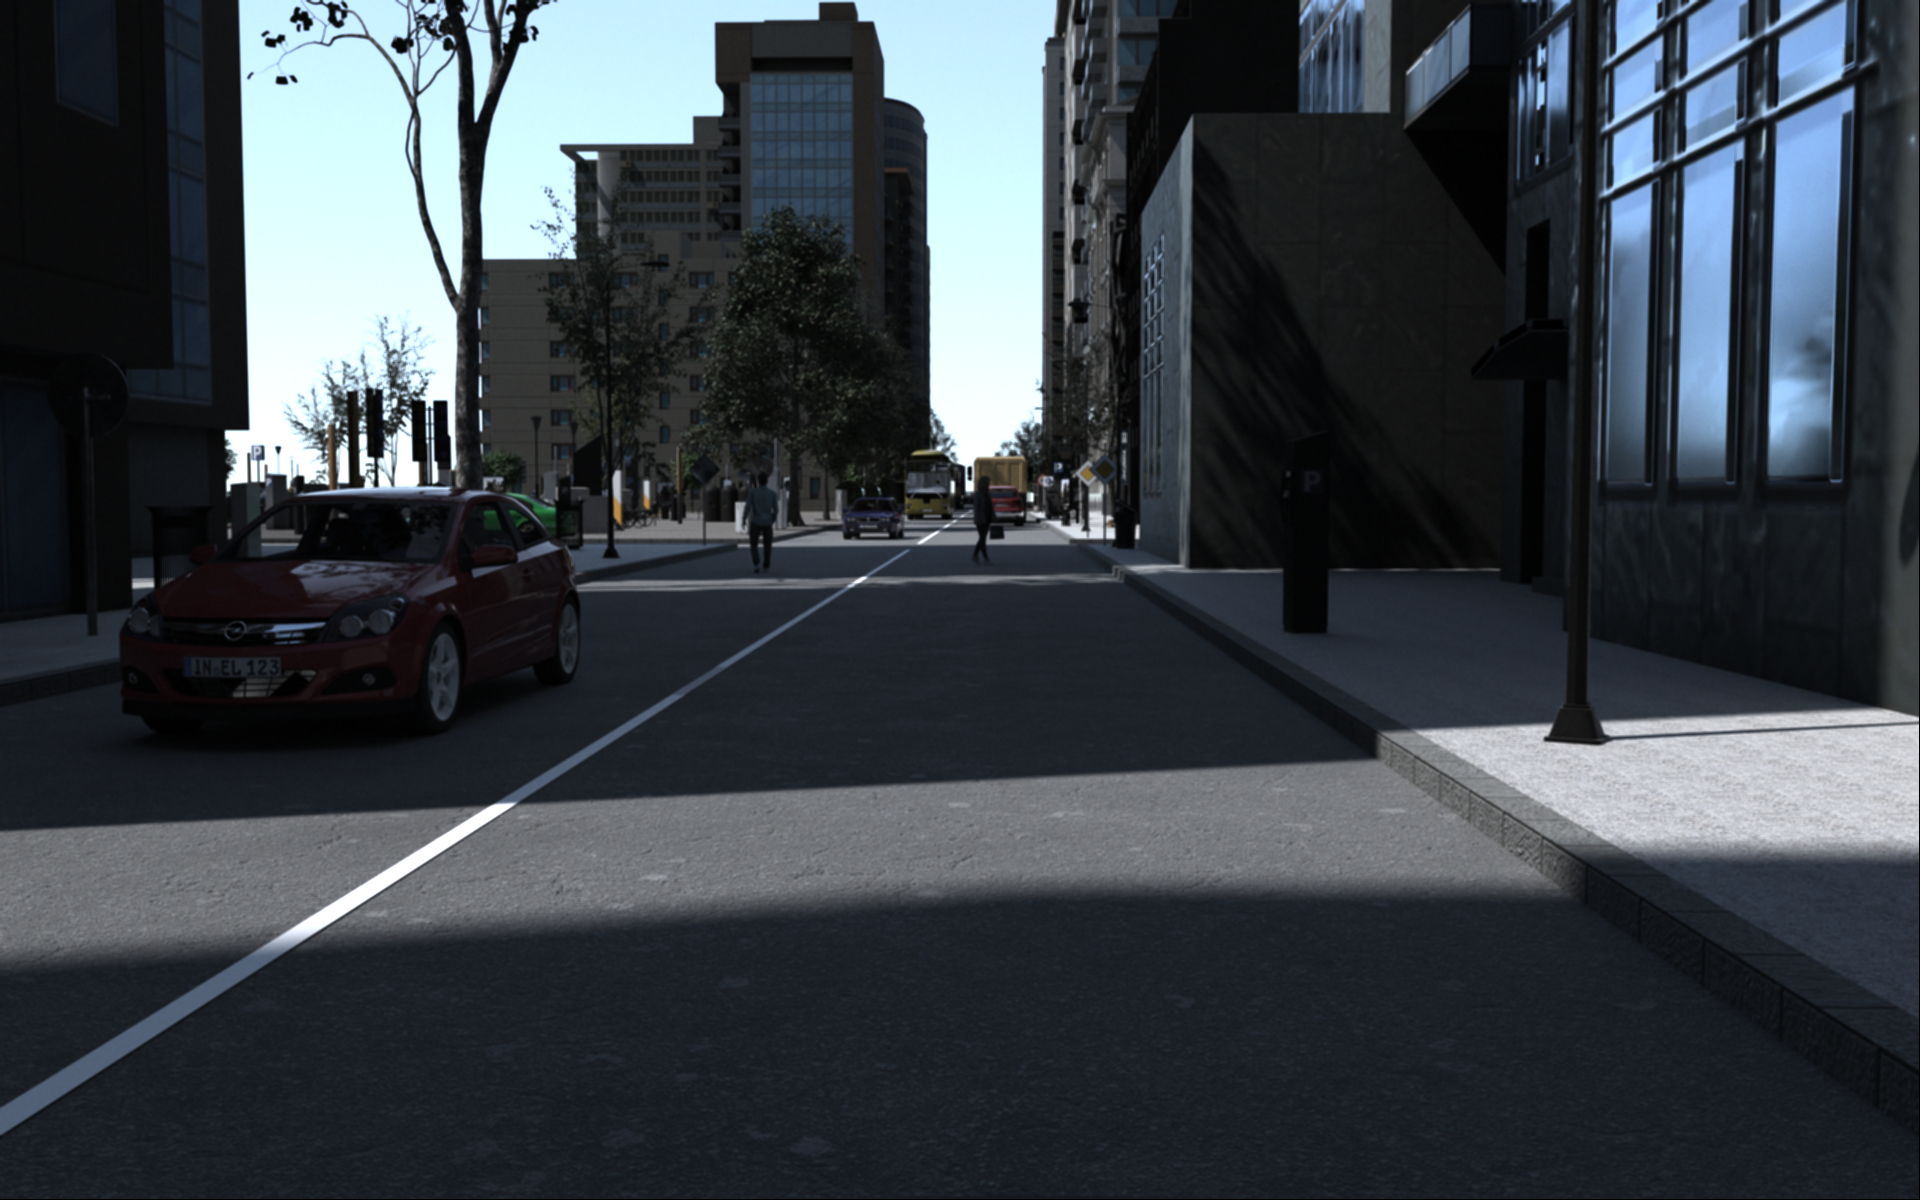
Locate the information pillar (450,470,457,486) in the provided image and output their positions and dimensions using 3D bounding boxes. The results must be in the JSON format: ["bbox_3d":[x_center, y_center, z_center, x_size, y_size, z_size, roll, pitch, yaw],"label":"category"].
[{"bbox_3d":[-15.199,-2.929,52.377,0.304,2.012,0.304,2,4,32],"label":"information pillar"}]

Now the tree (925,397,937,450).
[{"bbox_3d":[-6.038,-12.378,119.381,9.611,12.733,9.660,0,3,0],"label":"tree"}]

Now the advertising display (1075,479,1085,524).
[{"bbox_3d":[5.179,-4.293,75.402,0.123,1.923,0.974,3,5,40],"label":"advertising display"}]

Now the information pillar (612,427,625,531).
[{"bbox_3d":[-11.977,-4.228,60.475,0.504,3.616,0.183,3,4,36],"label":"information pillar"}]

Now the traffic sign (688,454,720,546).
[{"bbox_3d":[-6.359,-2.412,43.083,0.795,2.450,0.064,0,4,1],"label":"traffic sign"}]

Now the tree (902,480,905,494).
[{"bbox_3d":[-5.120,-10.741,170.223,1.663,3.219,1.824,0,3,0],"label":"tree"}]

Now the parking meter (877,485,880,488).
[{"bbox_3d":[-5.119,-6.189,106.896,0.255,1.863,0.399,3,4,38],"label":"parking meter"}]

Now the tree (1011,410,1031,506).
[{"bbox_3d":[6.727,-11.841,143.965,4.360,8.622,3.978,0,3,0],"label":"tree"}]

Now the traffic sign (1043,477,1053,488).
[{"bbox_3d":[5.112,-6.008,100.365,0.606,2.300,0.079,0,4,7],"label":"traffic sign"}]

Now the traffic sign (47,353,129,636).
[{"bbox_3d":[-7.866,-0.950,15.633,0.768,2.556,0.104,0,4,5],"label":"traffic sign"}]

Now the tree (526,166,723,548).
[{"bbox_3d":[-7.824,-5.450,39.467,4.360,8.622,3.978,0,3,0],"label":"tree"}]

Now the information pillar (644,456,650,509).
[{"bbox_3d":[-19.270,-7.053,106.677,0.504,3.616,0.183,2,4,35],"label":"information pillar"}]

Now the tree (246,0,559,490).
[{"bbox_3d":[-6.444,-10.434,26.481,12.611,20.169,13.585,0,3,0],"label":"tree"}]

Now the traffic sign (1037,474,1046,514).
[{"bbox_3d":[5.357,-6.836,111.879,0.768,2.556,0.104,0,4,8],"label":"traffic sign"}]

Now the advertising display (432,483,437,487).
[{"bbox_3d":[-29.781,-5.749,99.209,0.123,1.923,0.974,2,4,35],"label":"advertising display"}]

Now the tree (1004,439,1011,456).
[{"bbox_3d":[6.856,-14.276,183.769,4.360,8.622,3.978,0,3,0],"label":"tree"}]

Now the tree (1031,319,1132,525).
[{"bbox_3d":[5.102,-7.458,72.299,4.360,8.622,3.978,0,3,0],"label":"tree"}]

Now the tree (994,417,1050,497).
[{"bbox_3d":[7.847,-16.794,208.992,8.767,10.594,7.601,0,4,-6],"label":"tree"}]

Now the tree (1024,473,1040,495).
[{"bbox_3d":[6.758,-10.002,158.135,1.663,3.219,1.824,0,3,0],"label":"tree"}]

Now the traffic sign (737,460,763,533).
[{"bbox_3d":[-6.186,-2.901,51.067,0.795,2.450,0.064,0,4,1],"label":"traffic sign"}]

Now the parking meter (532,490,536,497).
[{"bbox_3d":[-27.883,-6.432,113.568,0.372,1.533,0.369,0,3,0],"label":"parking meter"}]

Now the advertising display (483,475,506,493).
[{"bbox_3d":[-16.084,-3.324,59.554,0.974,1.923,0.123,1,4,10],"label":"advertising display"}]

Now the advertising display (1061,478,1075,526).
[{"bbox_3d":[4.265,-3.933,69.512,0.123,1.923,0.974,-1,4,-17],"label":"advertising display"}]

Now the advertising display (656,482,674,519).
[{"bbox_3d":[-15.150,-5.125,89.005,0.974,1.923,0.123,-2,4,-32],"label":"advertising display"}]

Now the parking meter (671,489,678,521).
[{"bbox_3d":[-13.674,-4.563,83.014,0.372,1.533,0.369,0,3,0],"label":"parking meter"}]

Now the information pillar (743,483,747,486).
[{"bbox_3d":[-14.551,-6.854,116.555,0.304,2.012,0.304,1,4,22],"label":"information pillar"}]

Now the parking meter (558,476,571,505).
[{"bbox_3d":[-12.634,-3.034,55.311,0.399,1.863,0.255,-1,4,-17],"label":"parking meter"}]

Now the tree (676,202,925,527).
[{"bbox_3d":[-6.466,-9.254,68.318,9.611,12.733,9.660,0,3,0],"label":"tree"}]

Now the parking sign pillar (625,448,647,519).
[{"bbox_3d":[-16.968,-6.184,89.576,1.447,3.967,1.447,0,4,-1],"label":"parking sign pillar"}]

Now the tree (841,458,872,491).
[{"bbox_3d":[-5.803,-6.104,94.399,1.663,3.219,1.824,0,3,0],"label":"tree"}]

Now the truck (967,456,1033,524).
[{"bbox_3d":[2.040,-5.621,87.834,3.469,3.379,9.791,0,4,1],"label":"truck"}]

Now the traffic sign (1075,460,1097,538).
[{"bbox_3d":[3.756,-2.886,50.831,0.795,2.450,0.064,0,4,1],"label":"traffic sign"}]

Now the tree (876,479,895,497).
[{"bbox_3d":[-5.883,-8.360,131.294,1.663,3.219,1.824,0,3,0],"label":"tree"}]

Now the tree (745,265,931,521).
[{"bbox_3d":[-6.614,-10.593,83.560,12.009,13.543,11.850,0,3,0],"label":"tree"}]

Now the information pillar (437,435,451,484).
[{"bbox_3d":[-17.372,-4.096,58.318,0.504,3.616,0.183,-3,5,-40],"label":"information pillar"}]

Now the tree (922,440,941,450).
[{"bbox_3d":[-3.877,-16.191,215.089,4.360,8.622,3.978,0,3,0],"label":"tree"}]

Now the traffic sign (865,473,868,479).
[{"bbox_3d":[-5.729,-6.456,105.555,0.884,2.594,0.081,0,4,5],"label":"traffic sign"}]

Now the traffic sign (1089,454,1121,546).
[{"bbox_3d":[3.582,-2.398,42.847,0.795,2.450,0.064,0,4,1],"label":"traffic sign"}]

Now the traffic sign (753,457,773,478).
[{"bbox_3d":[-6.826,-3.653,59.830,0.768,2.556,0.104,0,4,2],"label":"traffic sign"}]

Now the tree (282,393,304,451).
[{"bbox_3d":[-32.874,-8.574,90.548,4.360,8.622,3.978,0,3,0],"label":"tree"}]

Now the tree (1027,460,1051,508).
[{"bbox_3d":[7.019,-10.918,162.222,4.285,4.588,4.351,0,3,0],"label":"tree"}]

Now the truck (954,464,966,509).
[{"bbox_3d":[-0.973,-10.823,165.865,2.839,4.237,11.283,0,4,3],"label":"truck"}]

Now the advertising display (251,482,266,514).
[{"bbox_3d":[-36.927,-5.270,91.373,0.974,1.923,0.123,-2,4,-28],"label":"advertising display"}]

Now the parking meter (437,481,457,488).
[{"bbox_3d":[-10.094,-1.572,34.116,0.372,1.533,0.369,0,3,0],"label":"parking meter"}]

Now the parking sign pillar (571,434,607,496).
[{"bbox_3d":[-16.706,-5.444,77.475,1.447,3.967,1.447,-2,4,-30],"label":"parking sign pillar"}]

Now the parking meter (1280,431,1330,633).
[{"bbox_3d":[3.191,-0.631,16.031,0.399,1.863,0.255,-1,4,-10],"label":"parking meter"}]

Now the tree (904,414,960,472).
[{"bbox_3d":[-3.321,-16.356,201.824,7.601,10.594,8.767,0,4,5],"label":"tree"}]

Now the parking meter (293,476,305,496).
[{"bbox_3d":[-20.874,-2.998,54.728,0.255,1.863,0.399,-3,4,-38],"label":"parking meter"}]
